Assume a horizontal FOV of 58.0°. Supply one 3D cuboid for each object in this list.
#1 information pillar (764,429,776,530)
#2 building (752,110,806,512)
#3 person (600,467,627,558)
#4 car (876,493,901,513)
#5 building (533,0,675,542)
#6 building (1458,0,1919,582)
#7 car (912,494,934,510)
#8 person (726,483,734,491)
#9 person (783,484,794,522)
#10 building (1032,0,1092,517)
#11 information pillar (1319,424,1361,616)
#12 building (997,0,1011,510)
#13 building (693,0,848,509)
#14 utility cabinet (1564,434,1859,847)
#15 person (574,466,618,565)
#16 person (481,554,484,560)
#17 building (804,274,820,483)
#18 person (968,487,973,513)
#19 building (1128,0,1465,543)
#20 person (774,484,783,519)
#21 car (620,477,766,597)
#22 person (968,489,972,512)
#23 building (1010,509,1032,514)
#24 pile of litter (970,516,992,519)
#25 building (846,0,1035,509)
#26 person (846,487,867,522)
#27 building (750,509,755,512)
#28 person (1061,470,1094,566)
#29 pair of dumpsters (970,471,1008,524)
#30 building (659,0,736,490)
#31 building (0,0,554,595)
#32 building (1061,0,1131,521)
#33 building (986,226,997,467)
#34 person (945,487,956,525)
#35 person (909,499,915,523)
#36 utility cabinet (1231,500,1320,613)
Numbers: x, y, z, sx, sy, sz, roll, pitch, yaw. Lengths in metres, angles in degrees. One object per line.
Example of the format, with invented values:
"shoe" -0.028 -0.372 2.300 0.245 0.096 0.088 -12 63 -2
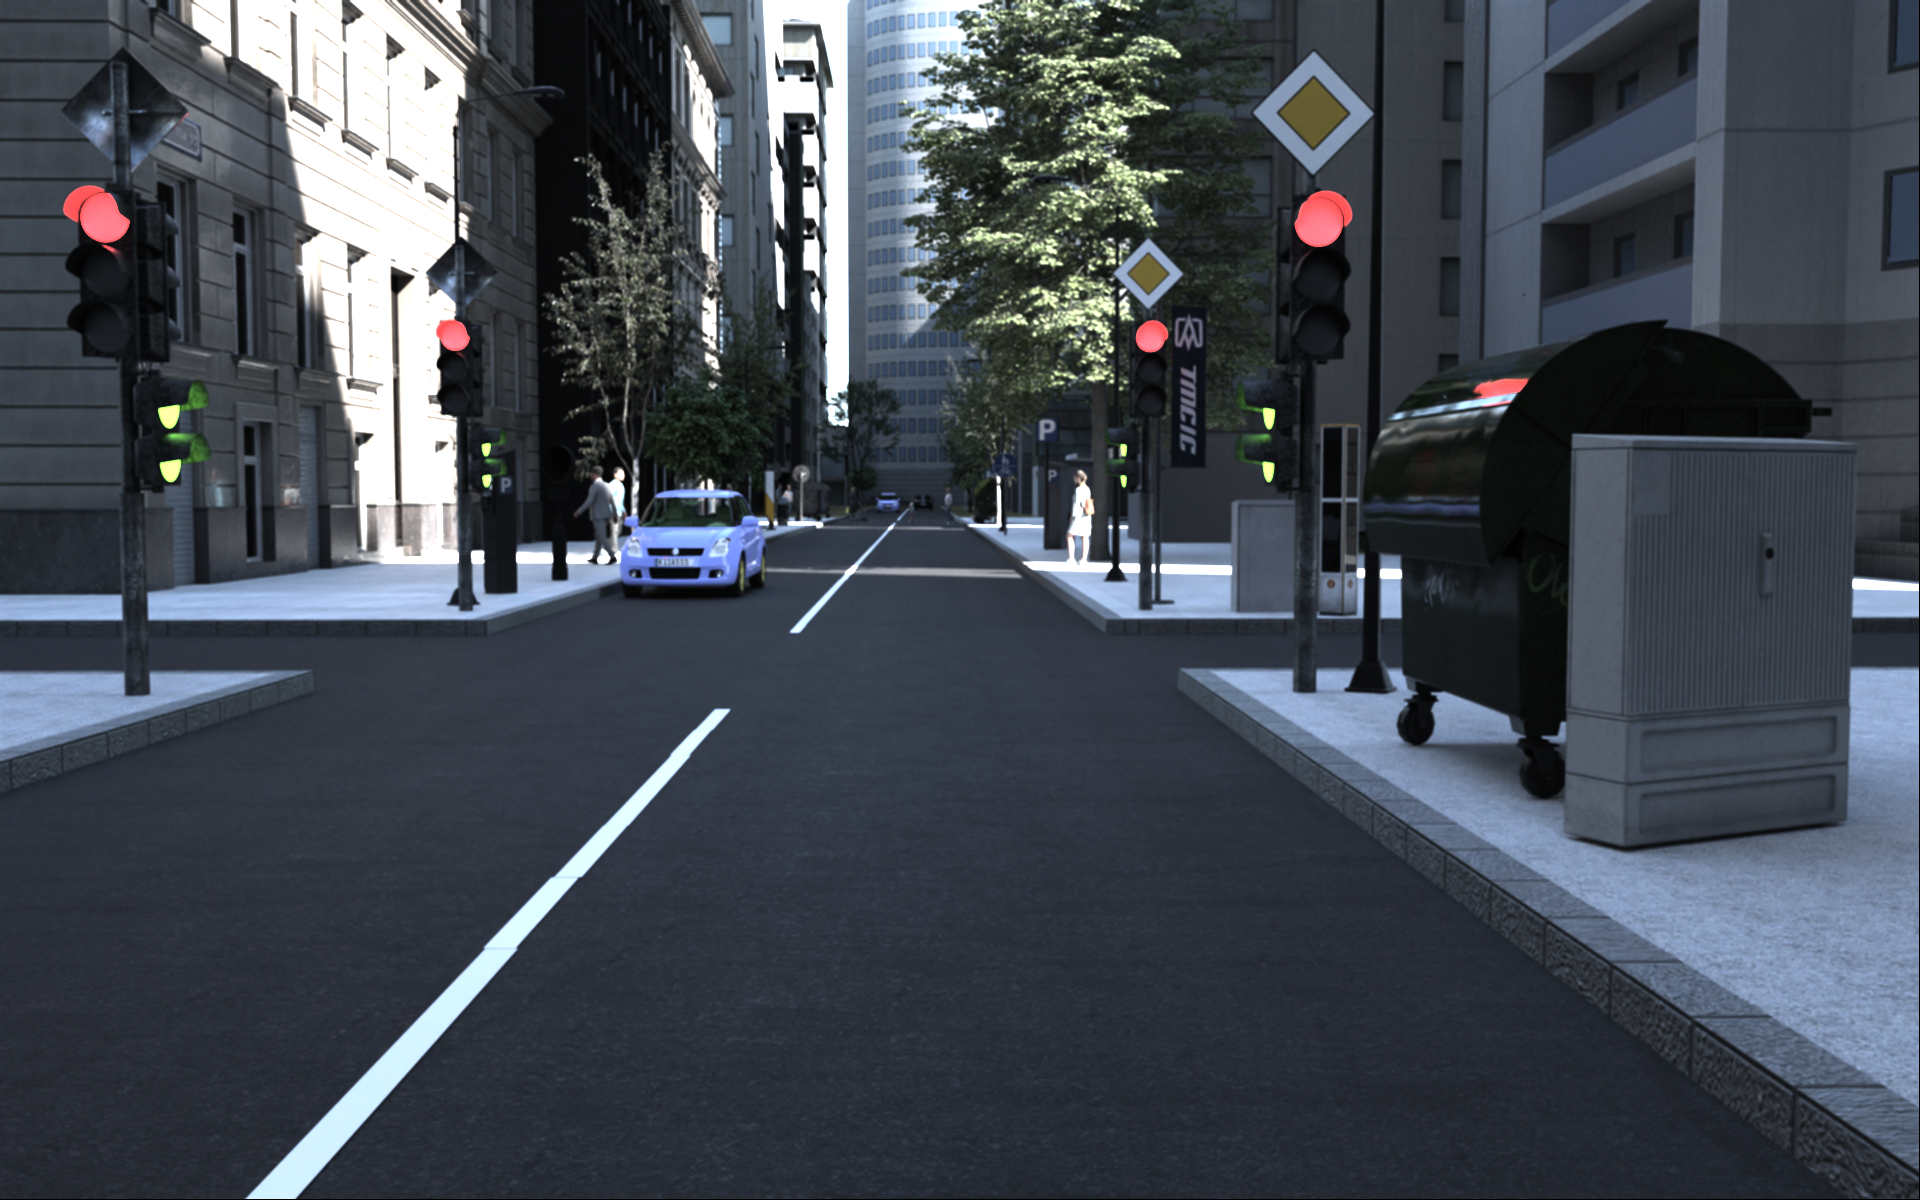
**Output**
"information pillar" -6.815 -4.316 61.925 0.183 3.616 0.504 2 4 29
"building" -18.991 -21.817 128.414 14.160 30.474 14.107 0 4 -1
"person" -7.023 -1.775 35.090 0.620 1.820 0.660 0 4 5
"car" -5.520 -7.579 133.504 1.945 1.707 3.694 0 4 -1
"building" -16.258 -13.712 53.876 12.332 23.373 15.834 0 4 -1
"building" 25.856 -29.879 30.517 28.212 58.520 21.231 0 4 -1
"car" -3.262 -8.767 153.126 2.009 1.686 4.222 0 4 -1
"person" -11.751 -5.043 88.476 0.580 1.828 0.573 3 4 37
"person" -8.057 -4.473 79.852 0.598 1.740 0.731 2 4 33
"building" 11.258 -20.326 104.028 14.160 30.474 14.107 0 4 -1
"information pillar" 4.005 -0.844 18.290 0.304 2.012 0.304 3 5 43
"building" 10.357 -30.324 145.911 14.600 45.320 14.200 0 4 -1
"building" -26.184 -36.992 194.061 27.495 52.752 28.713 0 4 -1
"utility cabinet" 2.843 0.132 6.519 1.173 1.500 0.318 -2 4 -26
"person" -6.550 -1.542 31.525 0.850 1.792 0.678 2 4 27
"person" -8.972 -1.616 33.472 0.512 1.701 0.522 -2 4 -26
"building" -27.681 -18.860 153.400 28.899 21.520 27.650 0 4 -1
"person" 0.832 -6.897 119.328 0.721 1.766 1.217 0 4 -1
"building" 11.884 -22.488 51.280 14.154 41.232 14.086 0 4 -1
"person" -9.226 -5.063 88.924 0.767 1.812 0.694 0 4 3
"car" -3.857 -0.963 25.328 1.945 1.707 3.694 0 4 1
"person" 0.801 -6.958 120.602 0.721 1.735 1.217 -1 4 -9
"building" 14.159 -35.619 124.365 21.231 58.520 28.212 0 4 -1
"pile of litter" 1.081 -4.553 88.413 1.176 0.858 1.719 1 4 9
"building" 1.738 -39.700 191.096 28.212 58.520 21.231 0 4 -1
"person" -5.442 -5.018 90.753 0.699 1.804 1.509 -2 4 -25
"building" -25.199 -31.644 106.620 28.713 52.752 27.495 0 4 -1
"person" 2.133 -1.451 30.768 0.522 1.701 0.512 2 4 29
"pair of dumpsters" 1.308 -4.507 76.190 1.574 2.255 4.437 0 4 -1
"building" -15.826 -14.854 71.741 11.050 23.489 19.941 0 4 -1
"building" -16.506 -14.431 33.212 12.463 27.353 25.104 0 4 -1
"building" 19.111 -30.006 79.830 28.713 52.752 27.495 0 4 -1
"building" 9.357 -23.778 160.473 14.160 30.474 14.107 0 4 -1
"person" -0.452 -4.421 81.458 0.598 1.740 0.731 -2 4 -28
"person" -2.399 -4.356 84.729 0.382 1.210 0.505 -1 4 -17
"utility cabinet" 3.485 -0.472 18.883 1.020 1.237 0.306 0 4 -7
